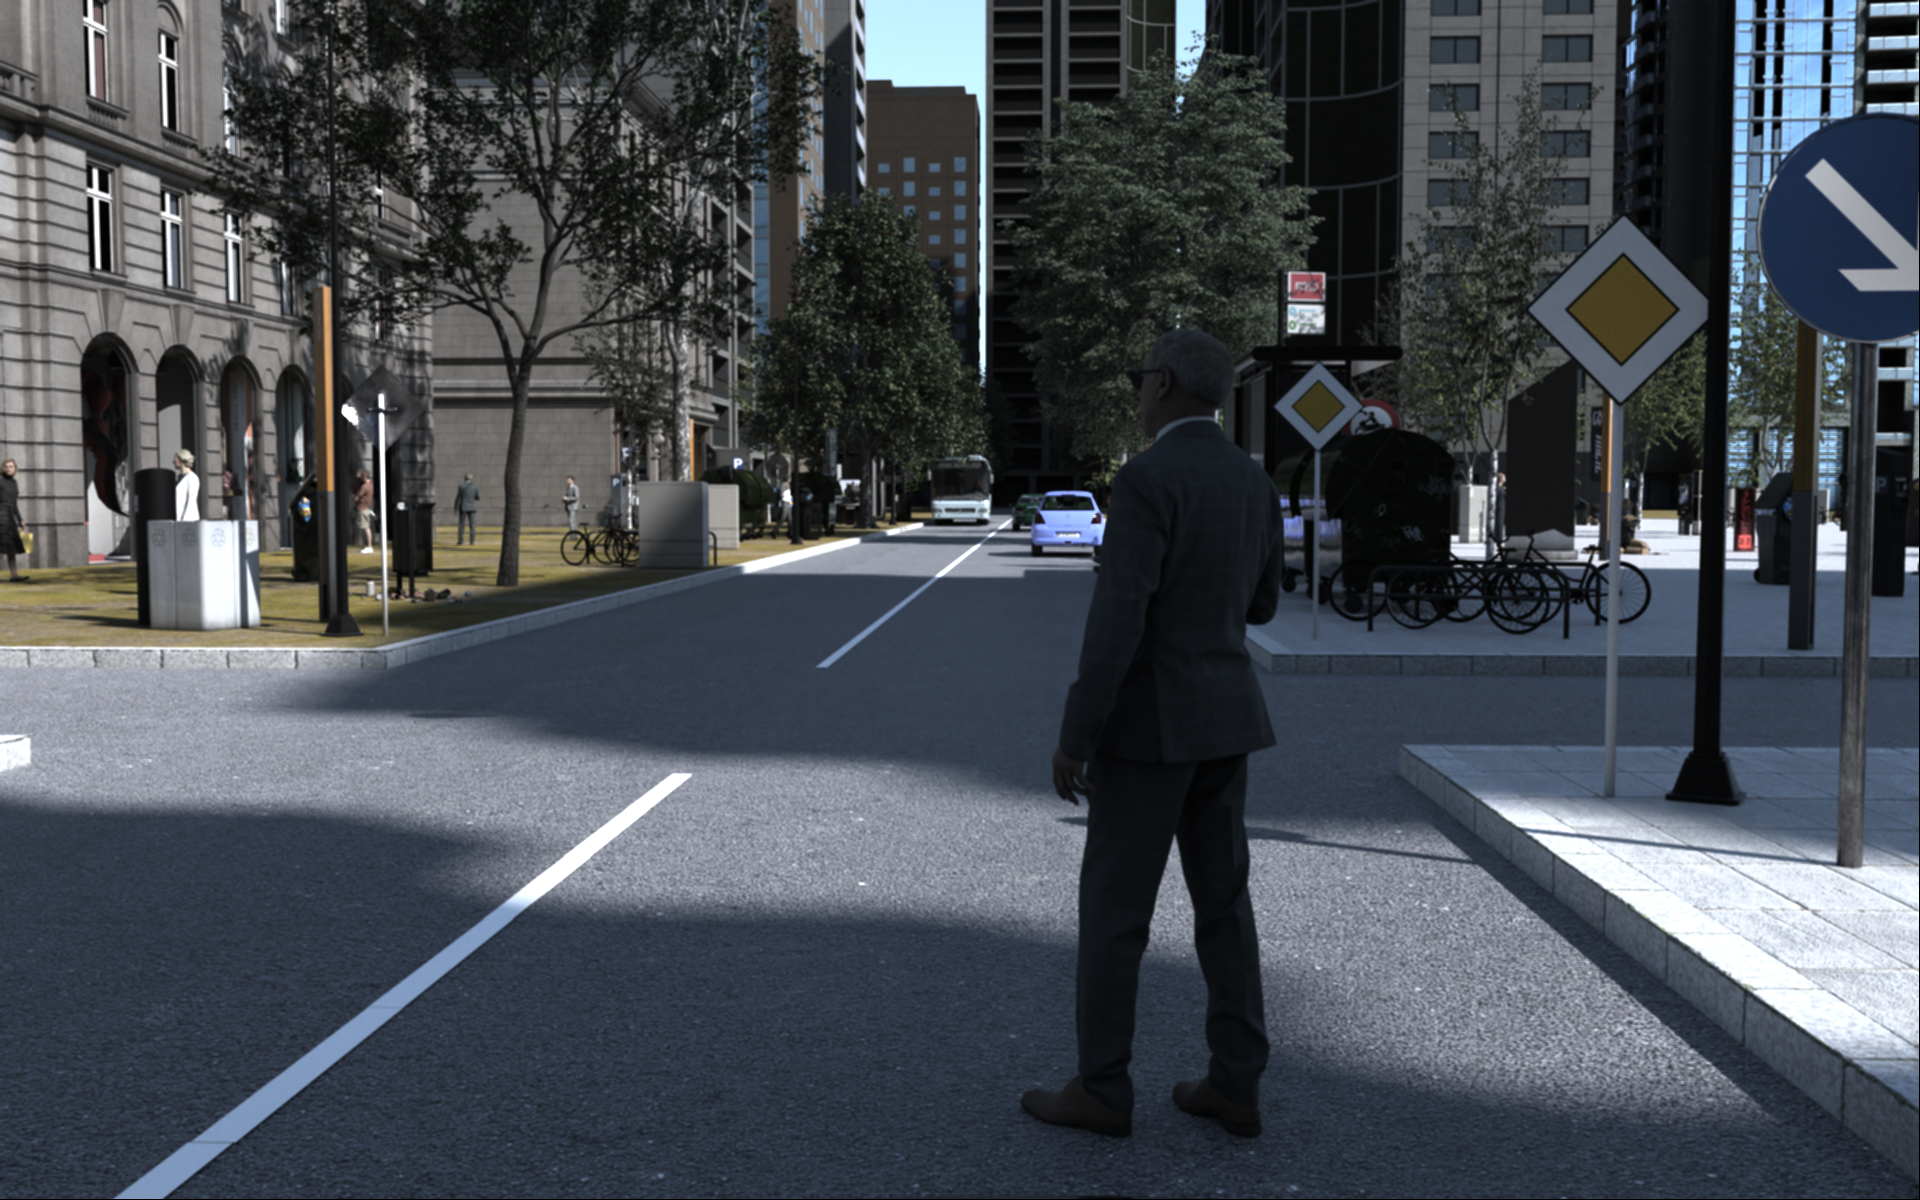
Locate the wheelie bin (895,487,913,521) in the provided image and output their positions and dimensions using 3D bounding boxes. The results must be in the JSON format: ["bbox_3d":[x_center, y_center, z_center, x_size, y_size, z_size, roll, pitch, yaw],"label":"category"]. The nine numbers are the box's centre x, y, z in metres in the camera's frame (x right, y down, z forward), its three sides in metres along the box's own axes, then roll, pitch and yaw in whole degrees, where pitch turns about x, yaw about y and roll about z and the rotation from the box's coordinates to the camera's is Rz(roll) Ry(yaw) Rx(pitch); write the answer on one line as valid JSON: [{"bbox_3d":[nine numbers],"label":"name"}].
[{"bbox_3d":[-2.652,-4.533,82.021,0.693,1.594,0.980,3,5,40],"label":"wheelie bin"}]

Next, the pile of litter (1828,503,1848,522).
[{"bbox_3d":[40.653,-4.023,79.733,1.176,0.858,1.719,-2,4,-25],"label":"pile of litter"}]

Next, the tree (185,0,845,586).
[{"bbox_3d":[-6.072,-5.454,23.584,7.601,10.594,8.767,3,5,43],"label":"tree"}]

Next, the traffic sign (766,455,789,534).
[{"bbox_3d":[-5.931,-3.431,56.207,0.768,2.556,0.104,0,4,8],"label":"traffic sign"}]

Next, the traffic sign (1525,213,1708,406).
[{"bbox_3d":[2.773,-0.310,7.255,0.795,2.593,0.064,0,4,3],"label":"traffic sign"}]

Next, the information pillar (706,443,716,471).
[{"bbox_3d":[-11.516,-5.431,80.148,0.504,3.616,0.183,-2,4,-33],"label":"information pillar"}]

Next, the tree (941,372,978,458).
[{"bbox_3d":[-2.721,-9.773,94.195,7.601,10.594,8.767,1,4,16],"label":"tree"}]

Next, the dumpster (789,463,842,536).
[{"bbox_3d":[-4.475,-3.106,53.272,1.502,2.255,1.985,0,4,3],"label":"dumpster"}]

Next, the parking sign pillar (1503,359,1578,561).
[{"bbox_3d":[11.397,-2.783,33.968,1.447,3.967,1.447,1,4,21],"label":"parking sign pillar"}]

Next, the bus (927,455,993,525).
[{"bbox_3d":[0.155,-5.351,82.342,2.948,3.499,13.247,0,4,2],"label":"bus"}]

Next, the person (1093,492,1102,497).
[{"bbox_3d":[12.328,-9.173,155.988,0.705,1.831,1.348,-3,5,-42],"label":"person"}]

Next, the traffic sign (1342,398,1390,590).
[{"bbox_3d":[5.446,-1.400,22.994,0.768,2.556,0.104,1,4,10],"label":"traffic sign"}]

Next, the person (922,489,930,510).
[{"bbox_3d":[-2.821,-8.355,143.090,0.683,1.767,0.568,1,4,10],"label":"person"}]

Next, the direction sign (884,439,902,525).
[{"bbox_3d":[-2.757,-4.864,71.531,0.876,3.537,0.379,2,4,33],"label":"direction sign"}]

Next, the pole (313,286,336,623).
[{"bbox_3d":[-6.271,-1.427,17.174,0.158,3.312,0.155,0,3,0],"label":"pole"}]

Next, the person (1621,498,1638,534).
[{"bbox_3d":[20.500,-2.532,52.948,0.738,1.151,1.012,3,4,37],"label":"person"}]

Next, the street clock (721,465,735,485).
[{"bbox_3d":[-5.874,-2.405,43.899,0.358,2.002,0.471,1,4,8],"label":"street clock"}]

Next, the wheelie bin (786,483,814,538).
[{"bbox_3d":[-4.673,-2.606,50.511,0.693,1.594,0.980,1,4,20],"label":"wheelie bin"}]

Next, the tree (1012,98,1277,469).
[{"bbox_3d":[8.576,-13.768,81.000,12.611,20.169,13.585,0,3,0],"label":"tree"}]

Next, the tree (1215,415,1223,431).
[{"bbox_3d":[5.310,-2.584,36.854,1.663,3.219,1.824,0,3,0],"label":"tree"}]

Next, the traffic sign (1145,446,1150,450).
[{"bbox_3d":[5.038,-2.712,44.453,0.768,2.556,0.104,0,4,5],"label":"traffic sign"}]

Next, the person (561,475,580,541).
[{"bbox_3d":[-10.745,-2.527,47.567,0.583,1.804,0.606,-3,5,-41],"label":"person"}]

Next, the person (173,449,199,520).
[{"bbox_3d":[-9.723,-0.972,21.820,0.514,1.842,0.818,1,4,20],"label":"person"}]

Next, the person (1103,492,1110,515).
[{"bbox_3d":[9.203,-6.040,108.059,0.557,1.426,1.065,-1,4,-20],"label":"person"}]

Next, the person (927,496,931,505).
[{"bbox_3d":[-2.317,-7.940,139.086,0.599,1.433,0.991,-2,4,-34],"label":"person"}]

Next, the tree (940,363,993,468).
[{"bbox_3d":[1.074,-15.840,165.643,9.857,13.997,8.962,0,3,0],"label":"tree"}]

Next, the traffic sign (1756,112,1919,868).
[{"bbox_3d":[3.070,-0.354,5.899,0.768,2.556,0.104,0,4,5],"label":"traffic sign"}]

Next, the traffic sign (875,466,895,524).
[{"bbox_3d":[-3.247,-4.584,74.958,0.884,2.594,0.081,0,4,6],"label":"traffic sign"}]

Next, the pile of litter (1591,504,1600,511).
[{"bbox_3d":[28.569,-3.941,78.400,1.719,0.858,1.176,-1,4,-13],"label":"pile of litter"}]

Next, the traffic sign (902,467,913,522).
[{"bbox_3d":[-2.557,-4.914,80.451,0.768,2.556,0.104,0,4,7],"label":"traffic sign"}]

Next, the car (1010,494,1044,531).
[{"bbox_3d":[3.007,-3.463,68.426,2.131,1.459,4.920,0,4,3],"label":"car"}]

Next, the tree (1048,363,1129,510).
[{"bbox_3d":[10.020,-12.966,130.125,7.486,12.596,7.792,0,3,0],"label":"tree"}]

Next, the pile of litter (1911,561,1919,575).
[{"bbox_3d":[16.020,-0.827,27.494,1.719,0.858,1.176,1,4,19],"label":"pile of litter"}]

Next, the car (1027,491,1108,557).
[{"bbox_3d":[2.544,-1.906,40.750,1.945,1.707,3.694,0,4,4],"label":"car"}]

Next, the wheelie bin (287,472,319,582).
[{"bbox_3d":[-9.523,-1.076,25.505,0.693,1.594,0.980,-2,4,-24],"label":"wheelie bin"}]

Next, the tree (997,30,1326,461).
[{"bbox_3d":[5.518,-8.729,49.369,9.857,13.997,8.962,0,3,0],"label":"tree"}]

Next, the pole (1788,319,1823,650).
[{"bbox_3d":[6.950,-1.246,14.214,0.158,3.312,0.155,0,3,0],"label":"pole"}]

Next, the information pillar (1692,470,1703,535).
[{"bbox_3d":[22.961,-3.013,53.759,0.304,2.012,0.304,-1,4,-17],"label":"information pillar"}]

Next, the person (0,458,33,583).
[{"bbox_3d":[-14.016,-1.133,24.778,0.699,1.804,1.509,3,4,37],"label":"person"}]

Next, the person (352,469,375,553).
[{"bbox_3d":[-13.059,-1.953,37.950,0.580,1.828,0.573,2,4,32],"label":"person"}]

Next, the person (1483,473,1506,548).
[{"bbox_3d":[12.592,-2.089,40.614,0.534,1.772,0.576,0,4,8],"label":"person"}]

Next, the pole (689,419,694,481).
[{"bbox_3d":[-7.308,-3.245,46.891,0.158,3.312,0.155,0,3,0],"label":"pole"}]

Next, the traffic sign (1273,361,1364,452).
[{"bbox_3d":[3.160,-0.798,15.231,0.795,2.593,0.064,0,4,3],"label":"traffic sign"}]

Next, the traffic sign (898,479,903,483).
[{"bbox_3d":[-3.040,-4.869,79.606,0.884,2.594,0.081,0,4,8],"label":"traffic sign"}]

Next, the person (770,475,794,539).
[{"bbox_3d":[-4.984,-2.628,49.116,0.850,1.850,0.679,0,4,6],"label":"person"}]

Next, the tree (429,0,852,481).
[{"bbox_3d":[-6.913,-11.021,36.090,12.611,20.169,13.585,0,3,0],"label":"tree"}]

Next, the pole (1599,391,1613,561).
[{"bbox_3d":[12.438,-2.415,33.327,0.158,3.312,0.155,0,3,0],"label":"pole"}]

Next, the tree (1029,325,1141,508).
[{"bbox_3d":[9.766,-12.602,116.412,12.009,13.543,11.850,0,3,0],"label":"tree"}]

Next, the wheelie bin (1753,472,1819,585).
[{"bbox_3d":[11.748,-1.024,24.654,0.693,1.594,0.980,0,4,-3],"label":"wheelie bin"}]

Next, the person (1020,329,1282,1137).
[{"bbox_3d":[0.430,0.287,3.989,0.661,1.801,0.590,-3,5,-44],"label":"person"}]

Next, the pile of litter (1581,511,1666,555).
[{"bbox_3d":[14.269,-1.420,37.175,1.176,0.858,1.719,-3,5,-43],"label":"pile of litter"}]

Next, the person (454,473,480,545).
[{"bbox_3d":[-12.505,-2.304,43.886,0.661,1.801,0.590,-2,4,-35],"label":"person"}]

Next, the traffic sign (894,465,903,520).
[{"bbox_3d":[-2.915,-4.680,76.619,0.768,2.556,0.104,0,4,6],"label":"traffic sign"}]

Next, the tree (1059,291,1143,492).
[{"bbox_3d":[5.778,-6.826,61.969,4.737,8.622,4.395,0,3,0],"label":"tree"}]

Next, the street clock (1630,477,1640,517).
[{"bbox_3d":[28.467,-4.186,73.005,0.358,2.002,0.471,-2,4,-24],"label":"street clock"}]

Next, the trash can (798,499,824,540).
[{"bbox_3d":[-4.176,-2.252,48.476,0.748,1.137,0.748,0,3,0],"label":"trash can"}]

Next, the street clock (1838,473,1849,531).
[{"bbox_3d":[30.633,-3.387,59.953,0.358,2.002,0.471,0,4,-6],"label":"street clock"}]

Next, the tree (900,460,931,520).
[{"bbox_3d":[-2.454,-5.557,85.462,1.663,3.219,1.824,0,3,0],"label":"tree"}]

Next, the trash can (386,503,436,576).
[{"bbox_3d":[-8.584,-0.947,27.138,0.748,1.137,0.748,0,3,0],"label":"trash can"}]

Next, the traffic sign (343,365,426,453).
[{"bbox_3d":[-5.223,-0.824,15.657,0.795,2.593,0.064,0,4,3],"label":"traffic sign"}]
